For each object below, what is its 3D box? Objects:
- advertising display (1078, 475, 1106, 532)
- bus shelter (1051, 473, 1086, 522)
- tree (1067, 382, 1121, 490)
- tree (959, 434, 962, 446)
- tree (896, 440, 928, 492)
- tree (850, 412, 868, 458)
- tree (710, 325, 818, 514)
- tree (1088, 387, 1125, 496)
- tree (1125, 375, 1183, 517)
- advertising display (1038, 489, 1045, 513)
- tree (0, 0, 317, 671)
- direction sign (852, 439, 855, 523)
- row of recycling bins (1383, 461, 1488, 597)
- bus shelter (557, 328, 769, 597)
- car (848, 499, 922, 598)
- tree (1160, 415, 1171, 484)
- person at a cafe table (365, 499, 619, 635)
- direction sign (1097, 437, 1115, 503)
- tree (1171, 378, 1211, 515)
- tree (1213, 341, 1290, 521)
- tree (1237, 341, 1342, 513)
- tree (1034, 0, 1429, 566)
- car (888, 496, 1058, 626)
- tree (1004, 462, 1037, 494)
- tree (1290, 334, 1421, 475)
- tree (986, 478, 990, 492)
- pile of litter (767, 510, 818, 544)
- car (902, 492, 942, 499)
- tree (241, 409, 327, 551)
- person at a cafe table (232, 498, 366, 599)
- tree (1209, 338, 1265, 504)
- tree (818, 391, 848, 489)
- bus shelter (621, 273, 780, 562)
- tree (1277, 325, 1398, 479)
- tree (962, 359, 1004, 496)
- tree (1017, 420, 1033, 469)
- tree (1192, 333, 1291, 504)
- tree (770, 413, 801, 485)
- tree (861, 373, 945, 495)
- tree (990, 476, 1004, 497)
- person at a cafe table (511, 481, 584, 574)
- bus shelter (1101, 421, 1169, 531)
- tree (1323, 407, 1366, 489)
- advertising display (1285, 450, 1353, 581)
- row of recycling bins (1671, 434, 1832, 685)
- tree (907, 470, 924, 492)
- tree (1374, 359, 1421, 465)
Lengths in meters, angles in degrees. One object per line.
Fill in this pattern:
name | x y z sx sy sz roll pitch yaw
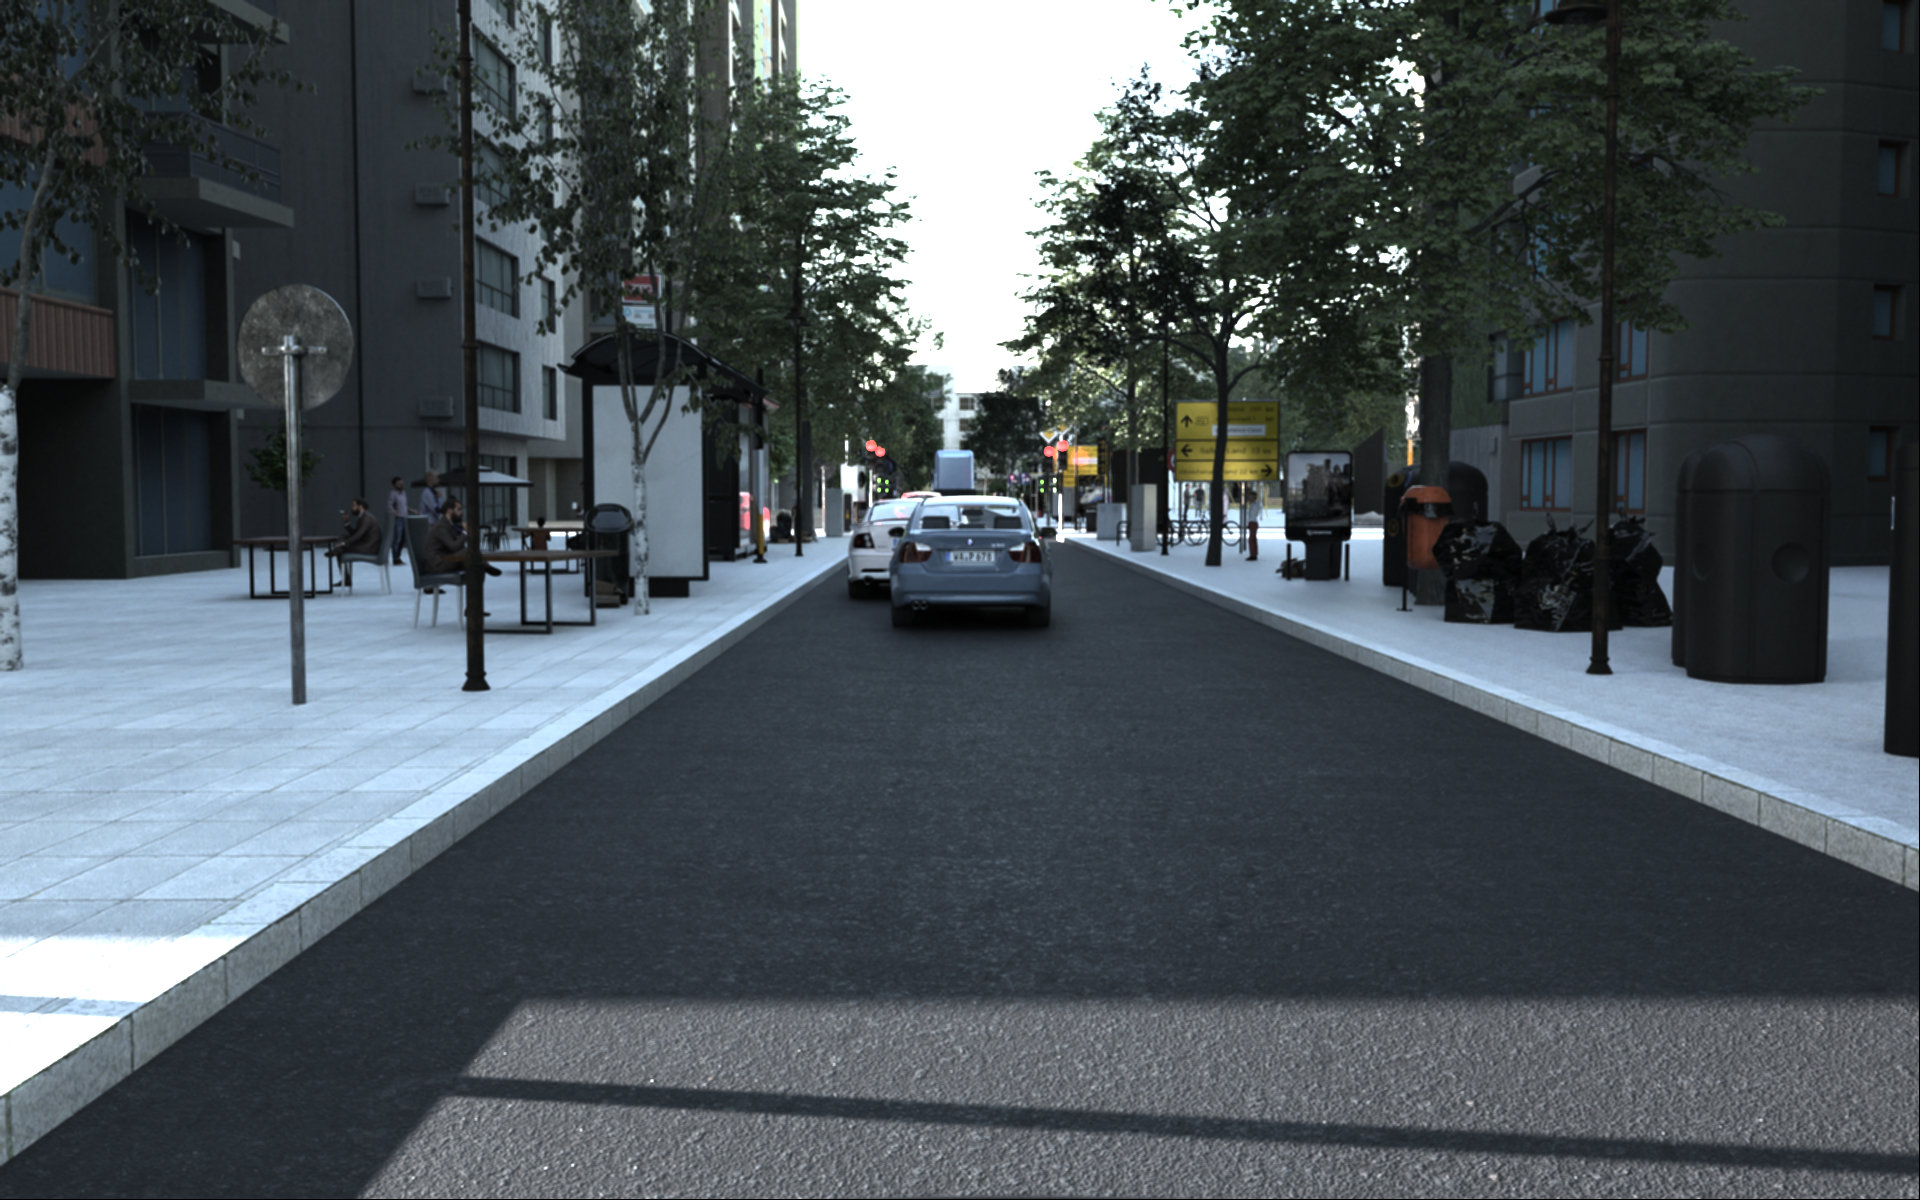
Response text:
advertising display | 4.410 -3.232 58.062 0.974 1.923 0.123 2 4 30
bus shelter | 5.001 -5.112 77.504 2.014 3.302 5.546 0 4 -1
tree | 8.618 -9.862 111.606 4.737 8.622 4.395 0 3 0
tree | 3.432 -11.378 120.441 7.601 10.594 8.767 -1 4 -9
tree | -5.271 -14.820 192.669 4.360 8.622 3.978 0 3 0
tree | -9.078 -9.717 109.242 4.737 8.622 4.395 0 3 0
tree | -8.776 -7.417 71.628 4.737 8.622 4.395 0 3 0
tree | 10.512 -9.556 106.608 4.360 8.622 3.978 0 3 0
tree | 12.192 -8.950 96.693 4.360 8.622 3.978 0 3 0
advertising display | 4.770 -6.220 106.918 0.974 1.923 0.123 1 4 22
tree | -6.932 -3.807 12.608 4.360 8.622 3.978 0 3 0
direction sign | -4.326 -4.785 70.232 0.379 3.537 0.876 0 4 0
row of recycling bins | 6.277 -0.963 22.861 1.069 1.692 3.534 0 4 6
bus shelter | -3.927 -1.836 23.940 2.014 3.302 5.546 0 4 0
car | -0.610 -0.795 25.356 2.083 1.381 4.827 0 4 1
tree | 14.237 -10.083 115.223 4.737 8.622 4.395 0 3 0
person at a cafe table | -4.375 -0.341 16.442 1.726 1.238 1.698 1 4 11
direction sign | 5.925 -4.723 69.225 0.876 3.537 0.379 1 4 15
tree | 15.663 -9.572 106.862 4.737 8.622 4.395 0 3 0
tree | 14.850 -8.157 83.734 4.737 8.622 4.395 0 3 0
tree | 21.757 -11.570 114.932 9.928 11.665 9.643 0 3 0
tree | 4.878 -5.888 30.675 7.601 10.594 8.767 0 4 -2
car | 0.142 -0.493 20.062 2.014 1.417 4.499 0 4 1
tree | 3.785 -6.715 104.398 1.663 3.219 1.824 0 3 0
tree | 18.125 -7.780 77.559 4.737 8.622 4.395 0 3 0
tree | 3.456 -11.229 178.190 1.663 3.219 1.824 0 3 0
pile of litter | -4.401 -1.933 45.564 1.719 0.858 1.176 -3 5 -41
car | -1.236 -2.945 57.193 2.155 1.783 4.494 0 4 0
tree | -15.358 -2.739 39.379 1.663 3.219 1.824 0 3 0
person at a cafe table | -8.019 -0.667 21.775 1.726 1.238 1.698 -1 4 -8
tree | 23.537 -14.159 138.150 9.857 13.997 8.962 0 3 0
tree | -8.886 -8.872 95.417 4.737 8.622 4.395 0 3 0
bus shelter | -5.061 -3.454 34.109 2.179 5.291 8.768 0 4 0
tree | 27.645 -13.435 126.316 9.857 13.997 8.962 0 3 0
tree | 4.774 -9.311 86.641 8.767 10.594 7.601 0 4 -2
tree | 4.206 -16.143 189.694 9.928 11.665 9.643 0 3 0
tree | 12.432 -7.550 73.800 4.360 8.622 3.978 0 3 0
tree | -7.163 -4.640 59.582 4.285 4.588 4.351 0 3 0
tree | -5.089 -14.757 158.286 9.611 12.733 9.660 0 3 0
tree | 4.386 -10.885 172.565 1.663 3.219 1.824 0 3 0
person at a cafe table | -6.398 -1.213 28.344 1.622 1.524 1.698 -1 4 -22
bus shelter | 5.907 -4.111 58.505 1.731 3.624 6.357 0 4 0
tree | 24.286 -9.592 107.189 4.360 8.622 3.978 0 3 0
advertising display | 5.314 -1.253 25.693 0.974 1.923 0.123 1 4 9
row of recycling bins | 5.986 -0.374 13.222 1.069 1.692 3.534 1 4 23
tree | -5.130 -13.128 198.362 4.285 4.588 4.351 0 3 0
tree | 23.916 -8.494 89.242 4.360 8.622 3.978 0 3 0
